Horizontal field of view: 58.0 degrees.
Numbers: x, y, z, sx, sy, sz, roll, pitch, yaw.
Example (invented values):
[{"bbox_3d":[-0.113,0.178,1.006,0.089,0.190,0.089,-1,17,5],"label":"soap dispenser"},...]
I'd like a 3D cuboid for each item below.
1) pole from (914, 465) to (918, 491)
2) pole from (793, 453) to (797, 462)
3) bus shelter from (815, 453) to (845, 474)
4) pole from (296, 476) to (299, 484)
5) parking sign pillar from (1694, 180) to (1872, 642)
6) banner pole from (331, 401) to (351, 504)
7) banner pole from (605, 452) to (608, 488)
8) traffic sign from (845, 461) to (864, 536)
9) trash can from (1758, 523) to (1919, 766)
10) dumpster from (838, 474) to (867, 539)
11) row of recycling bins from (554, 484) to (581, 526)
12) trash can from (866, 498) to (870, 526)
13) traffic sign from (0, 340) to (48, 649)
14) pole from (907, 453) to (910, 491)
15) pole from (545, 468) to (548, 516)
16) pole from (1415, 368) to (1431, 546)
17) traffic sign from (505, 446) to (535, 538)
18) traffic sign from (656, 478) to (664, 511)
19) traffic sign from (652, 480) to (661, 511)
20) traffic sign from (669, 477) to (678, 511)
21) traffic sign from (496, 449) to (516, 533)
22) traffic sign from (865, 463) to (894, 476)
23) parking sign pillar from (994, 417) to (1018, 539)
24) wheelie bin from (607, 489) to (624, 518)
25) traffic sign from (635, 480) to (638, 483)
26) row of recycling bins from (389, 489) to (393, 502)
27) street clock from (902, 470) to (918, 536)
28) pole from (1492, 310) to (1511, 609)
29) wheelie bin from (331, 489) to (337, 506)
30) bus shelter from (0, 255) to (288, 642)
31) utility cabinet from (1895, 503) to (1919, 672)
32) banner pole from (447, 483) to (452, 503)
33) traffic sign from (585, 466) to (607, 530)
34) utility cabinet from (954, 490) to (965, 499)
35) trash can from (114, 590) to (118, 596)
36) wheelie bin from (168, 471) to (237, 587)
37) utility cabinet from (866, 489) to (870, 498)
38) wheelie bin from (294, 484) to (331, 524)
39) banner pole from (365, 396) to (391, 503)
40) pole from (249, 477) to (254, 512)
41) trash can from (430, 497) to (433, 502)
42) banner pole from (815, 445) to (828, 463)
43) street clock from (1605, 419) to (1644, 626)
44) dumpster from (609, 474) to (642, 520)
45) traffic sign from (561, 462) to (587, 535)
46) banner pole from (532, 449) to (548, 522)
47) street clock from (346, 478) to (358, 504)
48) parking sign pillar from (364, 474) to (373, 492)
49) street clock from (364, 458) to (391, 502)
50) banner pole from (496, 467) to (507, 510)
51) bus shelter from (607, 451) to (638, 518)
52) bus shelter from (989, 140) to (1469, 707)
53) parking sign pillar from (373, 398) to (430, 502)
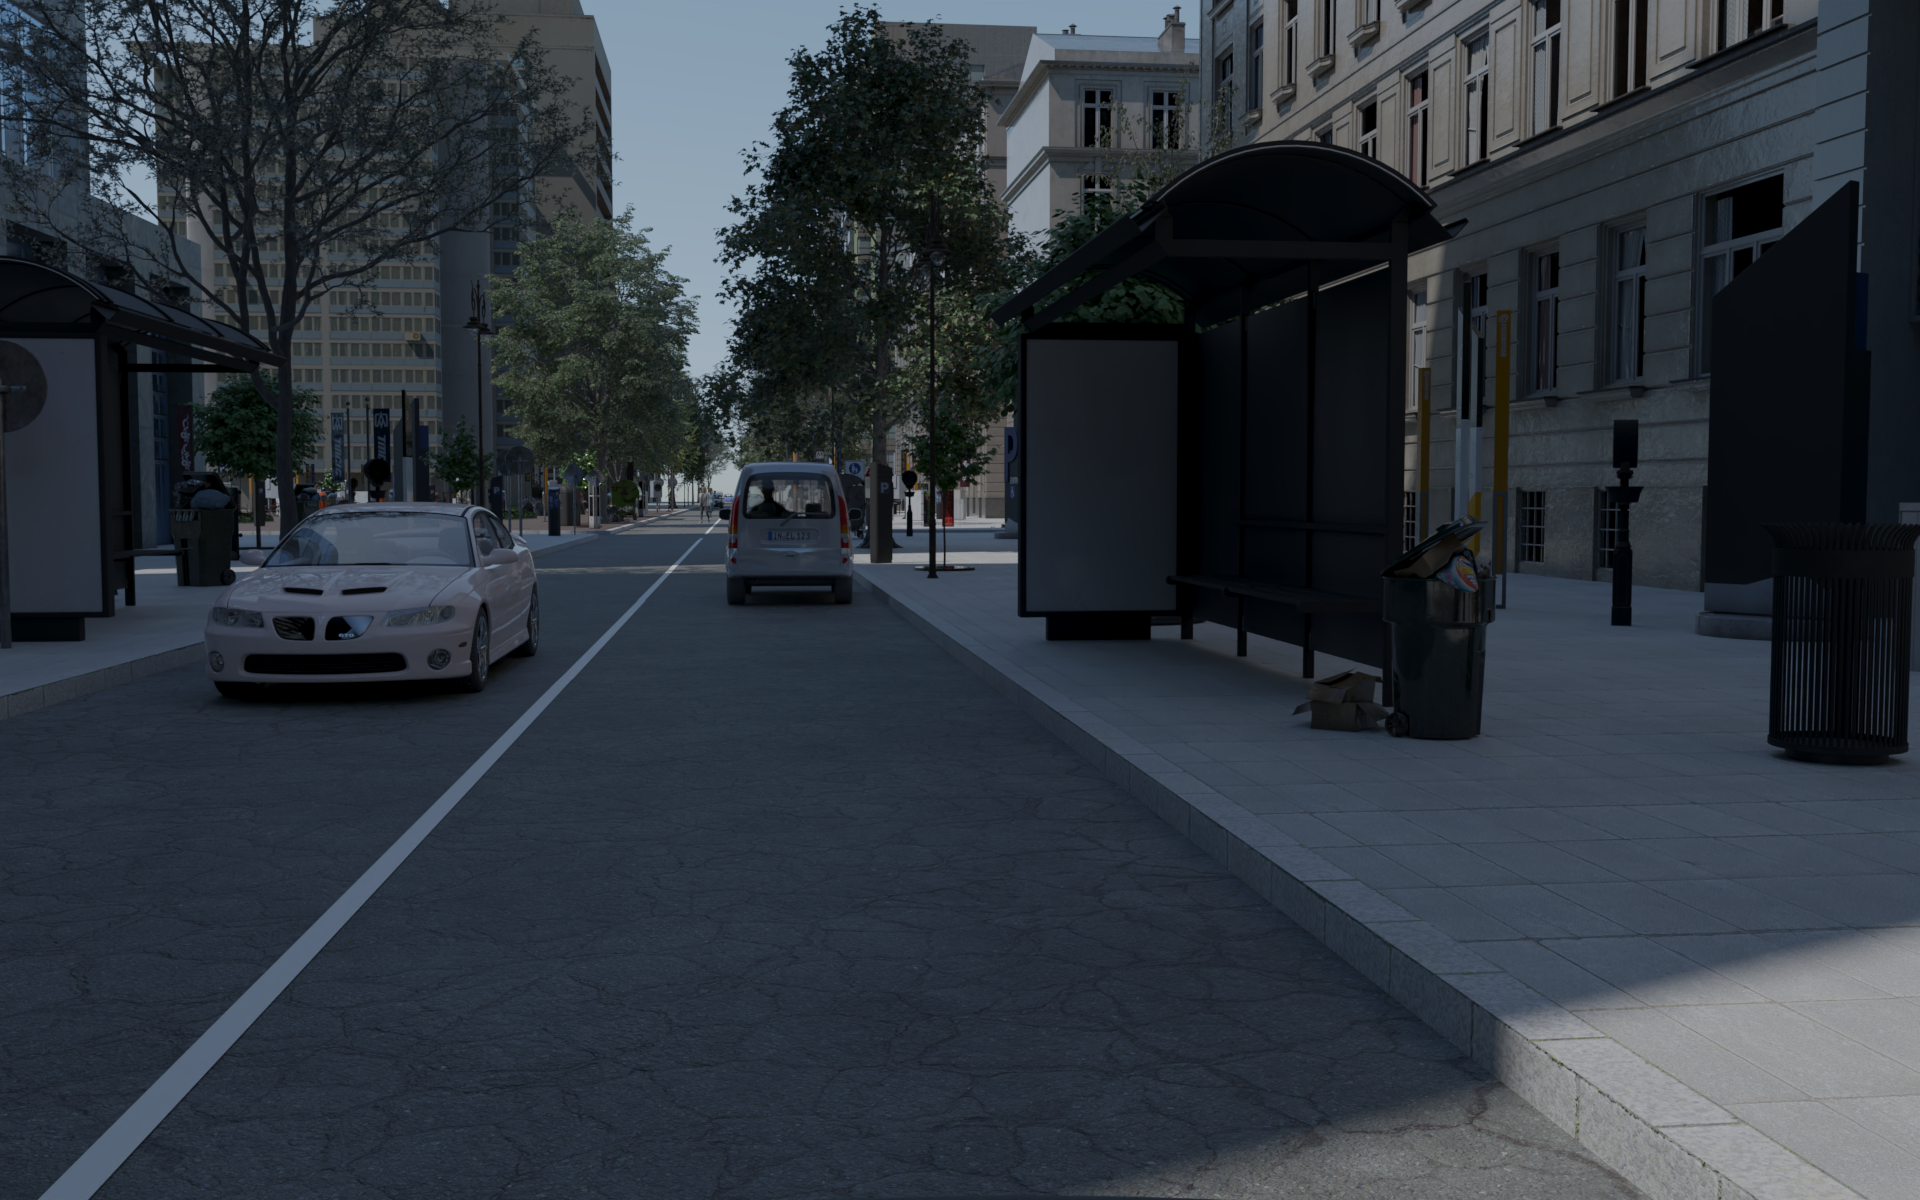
[{"bbox_3d":[-2.305,-5.929,90.785,0.158,3.312,0.155,0,3,0],"label":"pole"},{"bbox_3d":[-8.019,-5.537,84.381,0.158,3.312,0.155,0,3,0],"label":"pole"},{"bbox_3d":[-6.951,-5.775,88.347,2.014,3.302,5.546,0,4,-7],"label":"bus shelter"},{"bbox_3d":[-47.754,-8.017,124.920,0.158,3.312,0.155,0,3,0],"label":"pole"},{"bbox_3d":[7.456,-1.660,15.613,1.447,3.967,1.447,-2,4,-32],"label":"parking sign pillar"},{"bbox_3d":[-16.652,-3.469,46.728,0.863,3.779,0.401,2,4,26],"label":"banner pole"},{"bbox_3d":[-17.990,-5.960,87.467,0.401,3.779,0.863,1,4,21],"label":"banner pole"},{"bbox_3d":[-3.213,-3.110,52.980,0.606,2.300,0.079,0,4,2],"label":"traffic sign"},{"bbox_3d":[4.251,0.201,8.366,0.748,1.137,0.748,0,3,0],"label":"trash can"},{"bbox_3d":[-3.323,-2.688,49.712,1.264,1.857,1.865,0,4,-7],"label":"dumpster"},{"bbox_3d":[-16.224,-3.898,70.843,1.069,1.692,3.534,-1,4,-20],"label":"row of recycling bins"},{"bbox_3d":[-3.308,-3.323,65.990,0.748,1.137,0.748,0,3,0],"label":"trash can"},{"bbox_3d":[-7.931,-0.870,14.324,0.768,2.556,0.104,0,4,-4],"label":"traffic sign"},{"bbox_3d":[-2.540,-5.599,85.385,0.158,3.312,0.155,0,3,0],"label":"pole"},{"bbox_3d":[-23.836,-6.481,99.809,0.158,3.312,0.155,0,3,0],"label":"pole"},{"bbox_3d":[7.499,-2.092,28.054,0.158,3.312,0.155,0,3,0],"label":"pole"},{"bbox_3d":[-11.567,-2.780,45.566,0.768,2.556,0.104,0,4,-6],"label":"traffic sign"},{"bbox_3d":[-23.465,-8.258,135.120,0.768,2.556,0.104,0,4,-5],"label":"traffic sign"},{"bbox_3d":[-22.458,-7.713,128.235,0.606,2.300,0.079,0,4,-7],"label":"traffic sign"},{"bbox_3d":[-22.039,-8.119,132.847,0.768,2.556,0.104,0,4,0],"label":"traffic sign"},{"bbox_3d":[-12.789,-2.999,49.148,0.768,2.556,0.104,0,3,0],"label":"traffic sign"},{"bbox_3d":[-2.396,-3.162,51.708,0.884,2.594,0.081,0,4,1],"label":"traffic sign"},{"bbox_3d":[1.698,-3.751,49.805,1.447,3.967,1.447,-1,4,-18],"label":"parking sign pillar"},{"bbox_3d":[-17.741,-4.980,89.332,0.980,1.594,0.693,-1,4,-23],"label":"wheelie bin"},{"bbox_3d":[-24.055,-7.822,127.887,0.884,2.594,0.081,0,4,1],"label":"traffic sign"},{"bbox_3d":[-39.893,-7.118,123.490,1.069,1.692,3.534,0,4,-4],"label":"row of recycling bins"},{"bbox_3d":[-1.525,-2.927,52.422,0.471,2.002,0.358,0,4,4],"label":"street clock"},{"bbox_3d":[6.040,-1.559,19.331,0.158,3.312,0.155,0,3,0],"label":"pole"},{"bbox_3d":[-36.784,-5.694,101.011,0.980,1.594,0.693,0,4,8],"label":"wheelie bin"},{"bbox_3d":[-8.505,-1.439,17.444,2.014,3.302,5.546,0,4,-7],"label":"bus shelter"},{"bbox_3d":[7.296,-0.076,12.397,1.020,1.237,0.306,2,4,34],"label":"utility cabinet"},{"bbox_3d":[-37.321,-8.381,127.043,0.863,3.779,0.401,-2,4,-30],"label":"banner pole"},{"bbox_3d":[-13.055,-3.578,62.145,0.795,2.450,0.064,0,4,-7],"label":"traffic sign"},{"bbox_3d":[-0.156,-4.971,89.955,0.318,1.500,1.173,-2,4,-33],"label":"utility cabinet"},{"bbox_3d":[-10.490,-0.562,20.847,0.748,1.137,0.748,0,3,0],"label":"trash can"},{"bbox_3d":[-10.561,-0.994,24.166,0.980,1.594,0.693,1,4,23],"label":"wheelie bin"},{"bbox_3d":[-3.900,-3.781,70.491,0.318,1.500,1.173,3,4,39],"label":"utility cabinet"},{"bbox_3d":[-19.597,-2.694,51.947,0.693,1.594,0.980,2,4,31],"label":"wheelie bin"},{"bbox_3d":[-14.970,-3.329,44.454,0.863,3.779,0.401,1,4,11],"label":"banner pole"},{"bbox_3d":[-43.330,-6.851,105.856,0.158,3.312,0.155,0,3,0],"label":"pole"},{"bbox_3d":[-28.172,-4.880,91.441,0.748,1.137,0.748,0,3,0],"label":"trash can"},{"bbox_3d":[-6.699,-5.795,84.758,0.863,3.779,0.401,-2,4,-26],"label":"banner pole"},{"bbox_3d":[6.465,-0.752,16.872,0.358,2.002,0.471,1,4,20],"label":"street clock"},{"bbox_3d":[-16.421,-5.042,84.937,1.502,2.255,1.985,0,4,-7],"label":"dumpster"},{"bbox_3d":[-12.068,-3.093,54.220,0.795,2.450,0.064,0,4,-7],"label":"traffic sign"},{"bbox_3d":[-19.440,-5.511,80.121,0.863,3.779,0.401,-3,5,-44],"label":"banner pole"},{"bbox_3d":[-27.006,-4.429,76.984,0.358,2.002,0.471,3,5,40],"label":"street clock"},{"bbox_3d":[-44.185,-8.669,130.213,1.447,3.967,1.447,2,4,31],"label":"parking sign pillar"},{"bbox_3d":[-11.833,-1.874,35.206,0.471,2.002,0.358,-3,5,-40],"label":"street clock"},{"bbox_3d":[-29.868,-7.523,113.021,0.863,3.779,0.401,-2,4,-31],"label":"banner pole"},{"bbox_3d":[-18.925,-6.451,96.750,1.731,3.624,6.357,0,4,-7],"label":"bus shelter"},{"bbox_3d":[1.596,-1.147,12.683,2.014,3.302,5.546,0,4,-7],"label":"bus shelter"},{"bbox_3d":[-15.580,-3.713,49.183,1.447,3.967,1.447,3,5,45],"label":"parking sign pillar"}]
